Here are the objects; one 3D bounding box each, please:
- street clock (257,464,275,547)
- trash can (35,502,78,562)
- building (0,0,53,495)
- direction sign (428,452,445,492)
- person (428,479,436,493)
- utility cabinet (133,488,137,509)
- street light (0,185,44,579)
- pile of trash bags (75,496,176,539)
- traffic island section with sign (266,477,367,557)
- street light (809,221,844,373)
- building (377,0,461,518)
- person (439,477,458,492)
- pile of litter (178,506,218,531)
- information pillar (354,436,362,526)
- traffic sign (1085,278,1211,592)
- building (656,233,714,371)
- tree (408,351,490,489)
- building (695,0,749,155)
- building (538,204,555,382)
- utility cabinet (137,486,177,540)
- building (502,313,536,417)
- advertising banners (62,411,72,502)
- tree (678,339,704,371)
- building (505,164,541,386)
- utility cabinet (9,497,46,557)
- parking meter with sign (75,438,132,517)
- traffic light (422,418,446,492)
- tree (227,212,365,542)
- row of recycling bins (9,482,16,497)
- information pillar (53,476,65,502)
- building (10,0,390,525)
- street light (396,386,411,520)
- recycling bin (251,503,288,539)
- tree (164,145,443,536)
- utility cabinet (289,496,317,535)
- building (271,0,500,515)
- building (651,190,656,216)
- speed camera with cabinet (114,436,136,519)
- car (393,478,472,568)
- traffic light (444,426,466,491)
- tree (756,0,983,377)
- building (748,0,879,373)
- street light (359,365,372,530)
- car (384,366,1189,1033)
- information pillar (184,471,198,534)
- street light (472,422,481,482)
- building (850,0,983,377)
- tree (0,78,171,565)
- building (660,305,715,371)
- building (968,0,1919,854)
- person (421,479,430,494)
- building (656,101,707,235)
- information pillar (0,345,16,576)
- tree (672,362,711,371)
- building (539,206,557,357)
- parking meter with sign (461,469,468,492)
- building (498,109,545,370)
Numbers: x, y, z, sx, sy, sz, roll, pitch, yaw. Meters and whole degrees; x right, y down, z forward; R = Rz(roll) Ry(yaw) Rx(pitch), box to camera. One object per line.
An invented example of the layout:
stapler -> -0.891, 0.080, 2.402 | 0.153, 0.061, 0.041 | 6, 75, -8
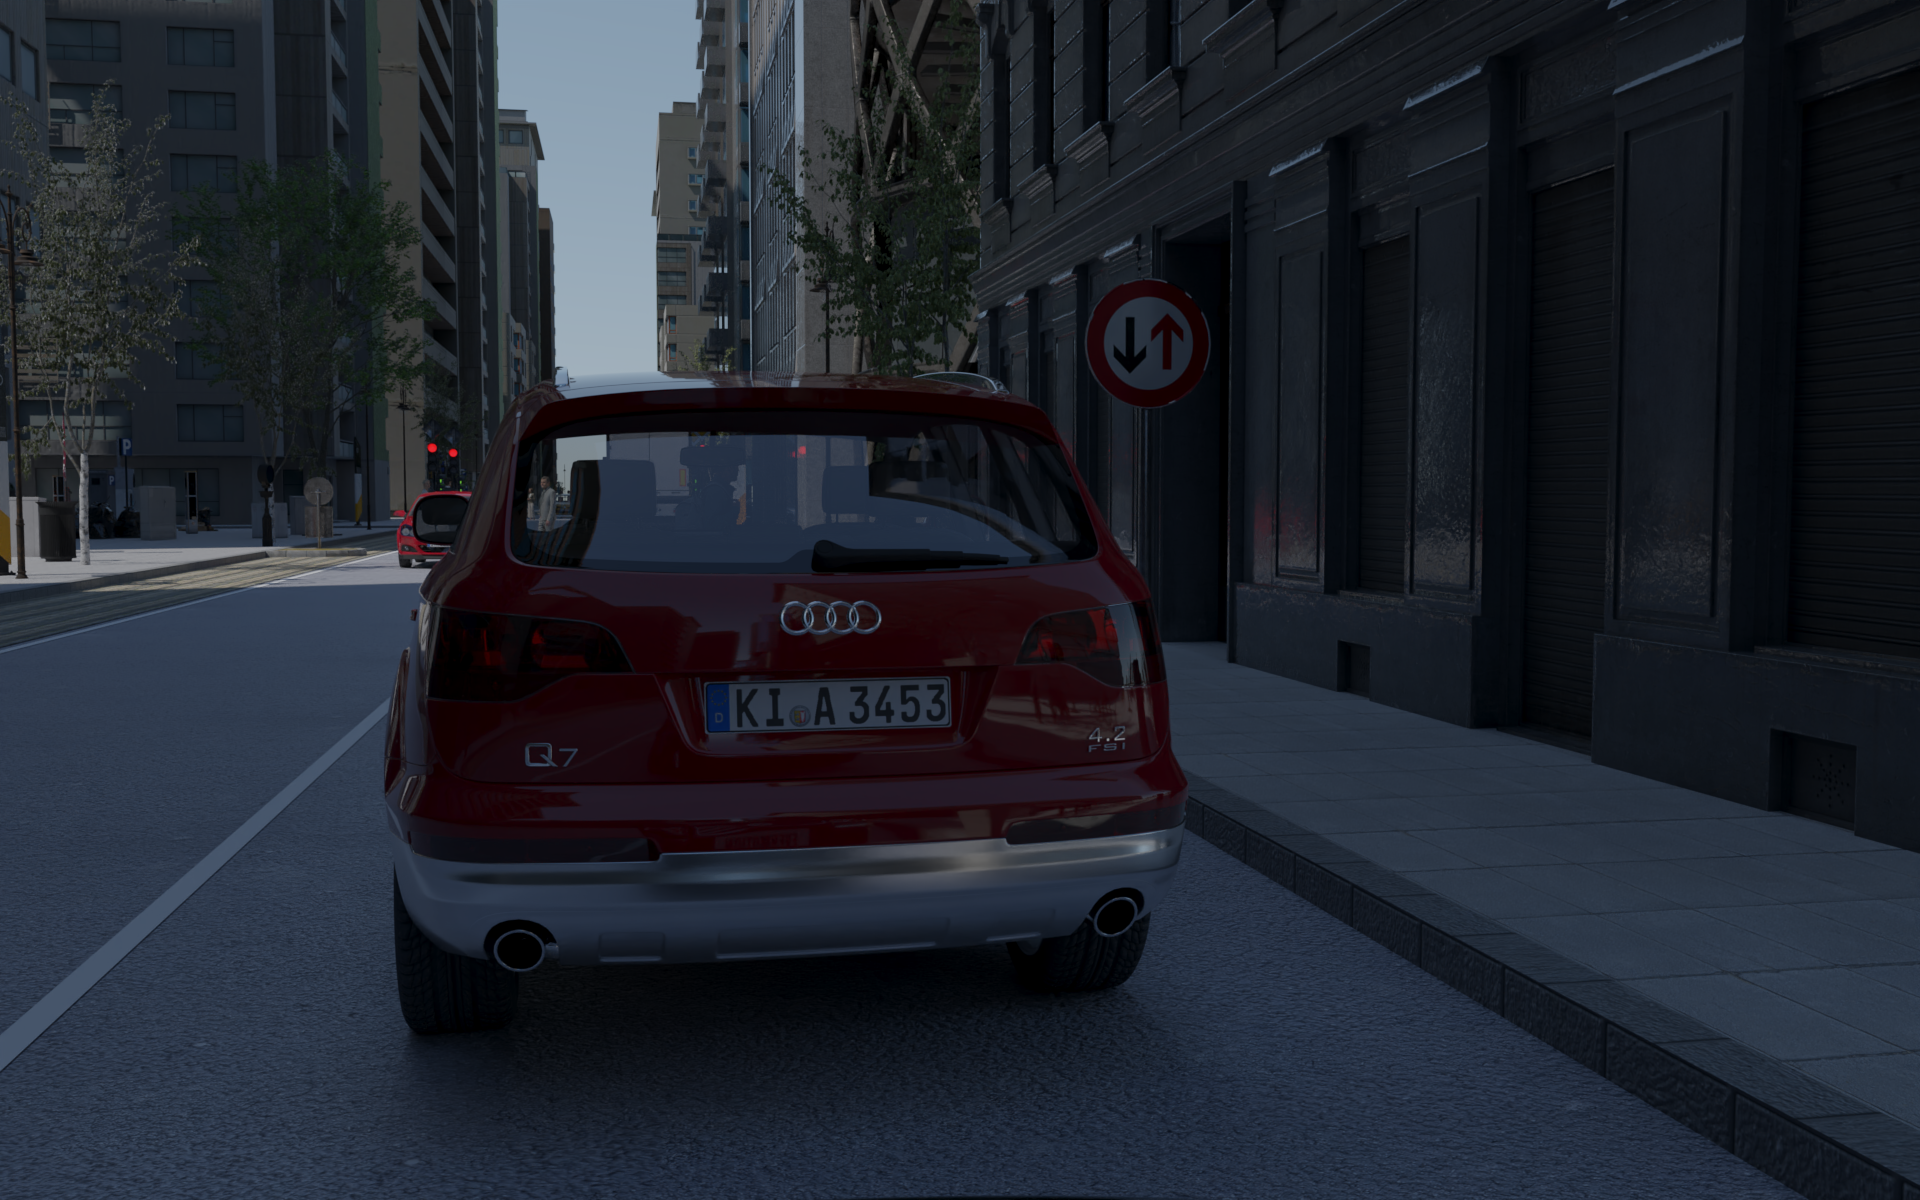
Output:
street clock -> -16.920, -2.305, 42.264 | 0.358, 2.002, 0.471 | 0, 4, 2
trash can -> -17.150, -1.301, 32.925 | 0.748, 1.137, 0.748 | 0, 3, 0
building -> -42.056, -27.832, 44.285 | 27.495, 52.752, 28.713 | -1, 4, -11
direction sign -> -28.255, -6.210, 93.523 | 0.876, 3.537, 0.379 | -2, 4, -32
person -> -15.180, -2.502, 49.210 | 0.447, 1.846, 0.655 | 1, 4, 9
utility cabinet -> -27.194, -3.040, 58.387 | 1.173, 1.500, 0.318 | 0, 4, 0
street light -> -14.211, -3.258, 26.055 | 0.468, 5.910, 1.993 | -1, 4, -11
pile of trash bags -> -24.496, -2.500, 50.627 | 1.912, 1.369, 3.447 | 2, 4, 28
traffic island section with sign -> -14.808, -1.916, 39.962 | 1.989, 1.847, 2.006 | -1, 4, -11
street light -> -2.252, -3.471, 29.532 | 0.468, 5.910, 1.993 | -1, 4, -11
building -> -41.437, -29.178, 100.763 | 21.300, 48.544, 21.600 | -1, 4, -11
person -> -14.470, -2.529, 49.213 | 0.648, 1.900, 0.474 | -2, 4, -25
pile of litter -> -26.365, -2.812, 59.947 | 1.176, 0.858, 1.719 | -3, 5, -41
information pillar -> -24.536, -4.846, 70.586 | 0.183, 3.616, 0.504 | 0, 4, 4
traffic sign -> 1.104, -0.625, 10.320 | 0.768, 2.556, 0.104 | -1, 4, -10
building -> -26.919, -25.855, 194.425 | 14.160, 30.474, 14.107 | -1, 4, -11
tree -> -26.509, -8.491, 89.189 | 4.360, 8.622, 3.978 | 0, 3, 0
building -> -6.362, -30.468, 117.763 | 23.786, 49.044, 30.456 | -1, 4, -11
building -> -68.499, -37.403, 261.652 | 14.600, 45.320, 14.200 | -1, 4, -11
utility cabinet -> -22.318, -2.419, 48.228 | 0.318, 1.500, 1.173 | 1, 4, 10
building -> -60.582, -20.895, 186.668 | 27.650, 21.520, 28.899 | -1, 4, -11
advertising banners -> -19.414, -2.536, 37.656 | 0.090, 3.025, 2.074 | -2, 4, -24
tree -> -11.730, -8.017, 81.444 | 4.737, 8.622, 4.395 | 0, 3, 0
building -> -58.029, -32.099, 208.411 | 14.154, 41.232, 14.086 | -1, 4, -11
utility cabinet -> -19.190, -1.478, 35.325 | 1.020, 1.237, 0.306 | 0, 4, 2
parking meter with sign -> -26.810, -3.539, 54.124 | 1.738, 3.016, 0.543 | 0, 4, 7
traffic light -> -19.460, -4.597, 64.087 | 0.839, 4.253, 0.868 | -1, 4, -11
tree -> -18.092, -5.822, 45.547 | 4.360, 8.622, 3.978 | 0, 3, 0
row of recycling bins -> -26.214, -2.320, 45.044 | 1.069, 1.692, 3.534 | 1, 4, 19
information pillar -> -36.007, -3.960, 69.230 | 0.304, 2.012, 0.304 | 2, 4, 34
building -> -33.708, -24.013, 76.207 | 14.154, 41.232, 14.086 | -1, 4, -11
street light -> -23.155, -6.079, 72.184 | 0.468, 5.910, 1.993 | -1, 4, -11
recycling bin -> -20.065, -2.311, 50.334 | 0.722, 1.027, 0.722 | 2, 4, 29
tree -> -19.705, -7.776, 52.899 | 9.928, 11.665, 9.643 | 0, 3, 0
utility cabinet -> -20.691, -2.673, 54.862 | 0.306, 1.237, 1.020 | 2, 4, 35
building -> -41.756, -27.215, 128.563 | 14.154, 41.232, 14.086 | -1, 4, -11
building -> -37.180, -43.034, 292.848 | 28.713, 52.752, 27.495 | -1, 4, -11
speed camera with cabinet -> -28.412, -3.943, 58.808 | 0.660, 3.252, 2.038 | -1, 4, -20
car -> -10.328, -1.600, 35.193 | 2.155, 1.783, 4.494 | -1, 4, -11
traffic light -> -20.982, -5.077, 71.926 | 0.839, 4.253, 0.868 | -1, 4, -11
tree -> -0.518, -4.601, 25.591 | 4.737, 8.622, 4.395 | 0, 3, 0
building -> -0.103, -14.577, 56.357 | 12.078, 24.808, 19.932 | -1, 4, -11
street light -> -21.204, -5.455, 61.975 | 0.468, 5.910, 1.993 | -1, 4, -11
car -> -0.851, 0.145, 6.307 | 2.281, 1.827, 5.304 | -1, 4, -13
information pillar -> -24.788, -3.140, 55.838 | 0.304, 2.012, 0.304 | -3, 5, -41
street light -> -30.096, -8.259, 107.829 | 0.468, 5.910, 1.993 | -1, 4, -11
building -> 5.841, -10.472, 38.665 | 16.820, 18.784, 16.811 | -1, 4, -11
tree -> -15.871, -4.949, 31.281 | 4.360, 8.622, 3.978 | 0, 3, 0
building -> -15.951, -20.178, 174.957 | 27.650, 21.520, 28.899 | -1, 4, -11
building -> 6.472, -10.107, 14.396 | 9.793, 20.994, 18.267 | -1, 4, -11
person -> -14.840, -2.427, 48.055 | 0.818, 1.842, 0.514 | -2, 4, -30
building -> -26.074, -35.993, 212.188 | 21.300, 48.544, 21.600 | -1, 4, -11
information pillar -> -15.101, -2.184, 27.060 | 0.183, 3.616, 0.504 | 2, 4, 25
tree -> -14.743, -8.830, 94.727 | 4.360, 8.622, 3.978 | 0, 3, 0
building -> -77.510, -40.544, 282.497 | 23.786, 49.044, 30.456 | -1, 4, -11
parking meter with sign -> -33.916, -7.474, 118.453 | 0.543, 3.016, 1.738 | -2, 4, -24
building -> -72.192, -39.737, 238.937 | 28.713, 52.752, 27.495 | -1, 4, -11
